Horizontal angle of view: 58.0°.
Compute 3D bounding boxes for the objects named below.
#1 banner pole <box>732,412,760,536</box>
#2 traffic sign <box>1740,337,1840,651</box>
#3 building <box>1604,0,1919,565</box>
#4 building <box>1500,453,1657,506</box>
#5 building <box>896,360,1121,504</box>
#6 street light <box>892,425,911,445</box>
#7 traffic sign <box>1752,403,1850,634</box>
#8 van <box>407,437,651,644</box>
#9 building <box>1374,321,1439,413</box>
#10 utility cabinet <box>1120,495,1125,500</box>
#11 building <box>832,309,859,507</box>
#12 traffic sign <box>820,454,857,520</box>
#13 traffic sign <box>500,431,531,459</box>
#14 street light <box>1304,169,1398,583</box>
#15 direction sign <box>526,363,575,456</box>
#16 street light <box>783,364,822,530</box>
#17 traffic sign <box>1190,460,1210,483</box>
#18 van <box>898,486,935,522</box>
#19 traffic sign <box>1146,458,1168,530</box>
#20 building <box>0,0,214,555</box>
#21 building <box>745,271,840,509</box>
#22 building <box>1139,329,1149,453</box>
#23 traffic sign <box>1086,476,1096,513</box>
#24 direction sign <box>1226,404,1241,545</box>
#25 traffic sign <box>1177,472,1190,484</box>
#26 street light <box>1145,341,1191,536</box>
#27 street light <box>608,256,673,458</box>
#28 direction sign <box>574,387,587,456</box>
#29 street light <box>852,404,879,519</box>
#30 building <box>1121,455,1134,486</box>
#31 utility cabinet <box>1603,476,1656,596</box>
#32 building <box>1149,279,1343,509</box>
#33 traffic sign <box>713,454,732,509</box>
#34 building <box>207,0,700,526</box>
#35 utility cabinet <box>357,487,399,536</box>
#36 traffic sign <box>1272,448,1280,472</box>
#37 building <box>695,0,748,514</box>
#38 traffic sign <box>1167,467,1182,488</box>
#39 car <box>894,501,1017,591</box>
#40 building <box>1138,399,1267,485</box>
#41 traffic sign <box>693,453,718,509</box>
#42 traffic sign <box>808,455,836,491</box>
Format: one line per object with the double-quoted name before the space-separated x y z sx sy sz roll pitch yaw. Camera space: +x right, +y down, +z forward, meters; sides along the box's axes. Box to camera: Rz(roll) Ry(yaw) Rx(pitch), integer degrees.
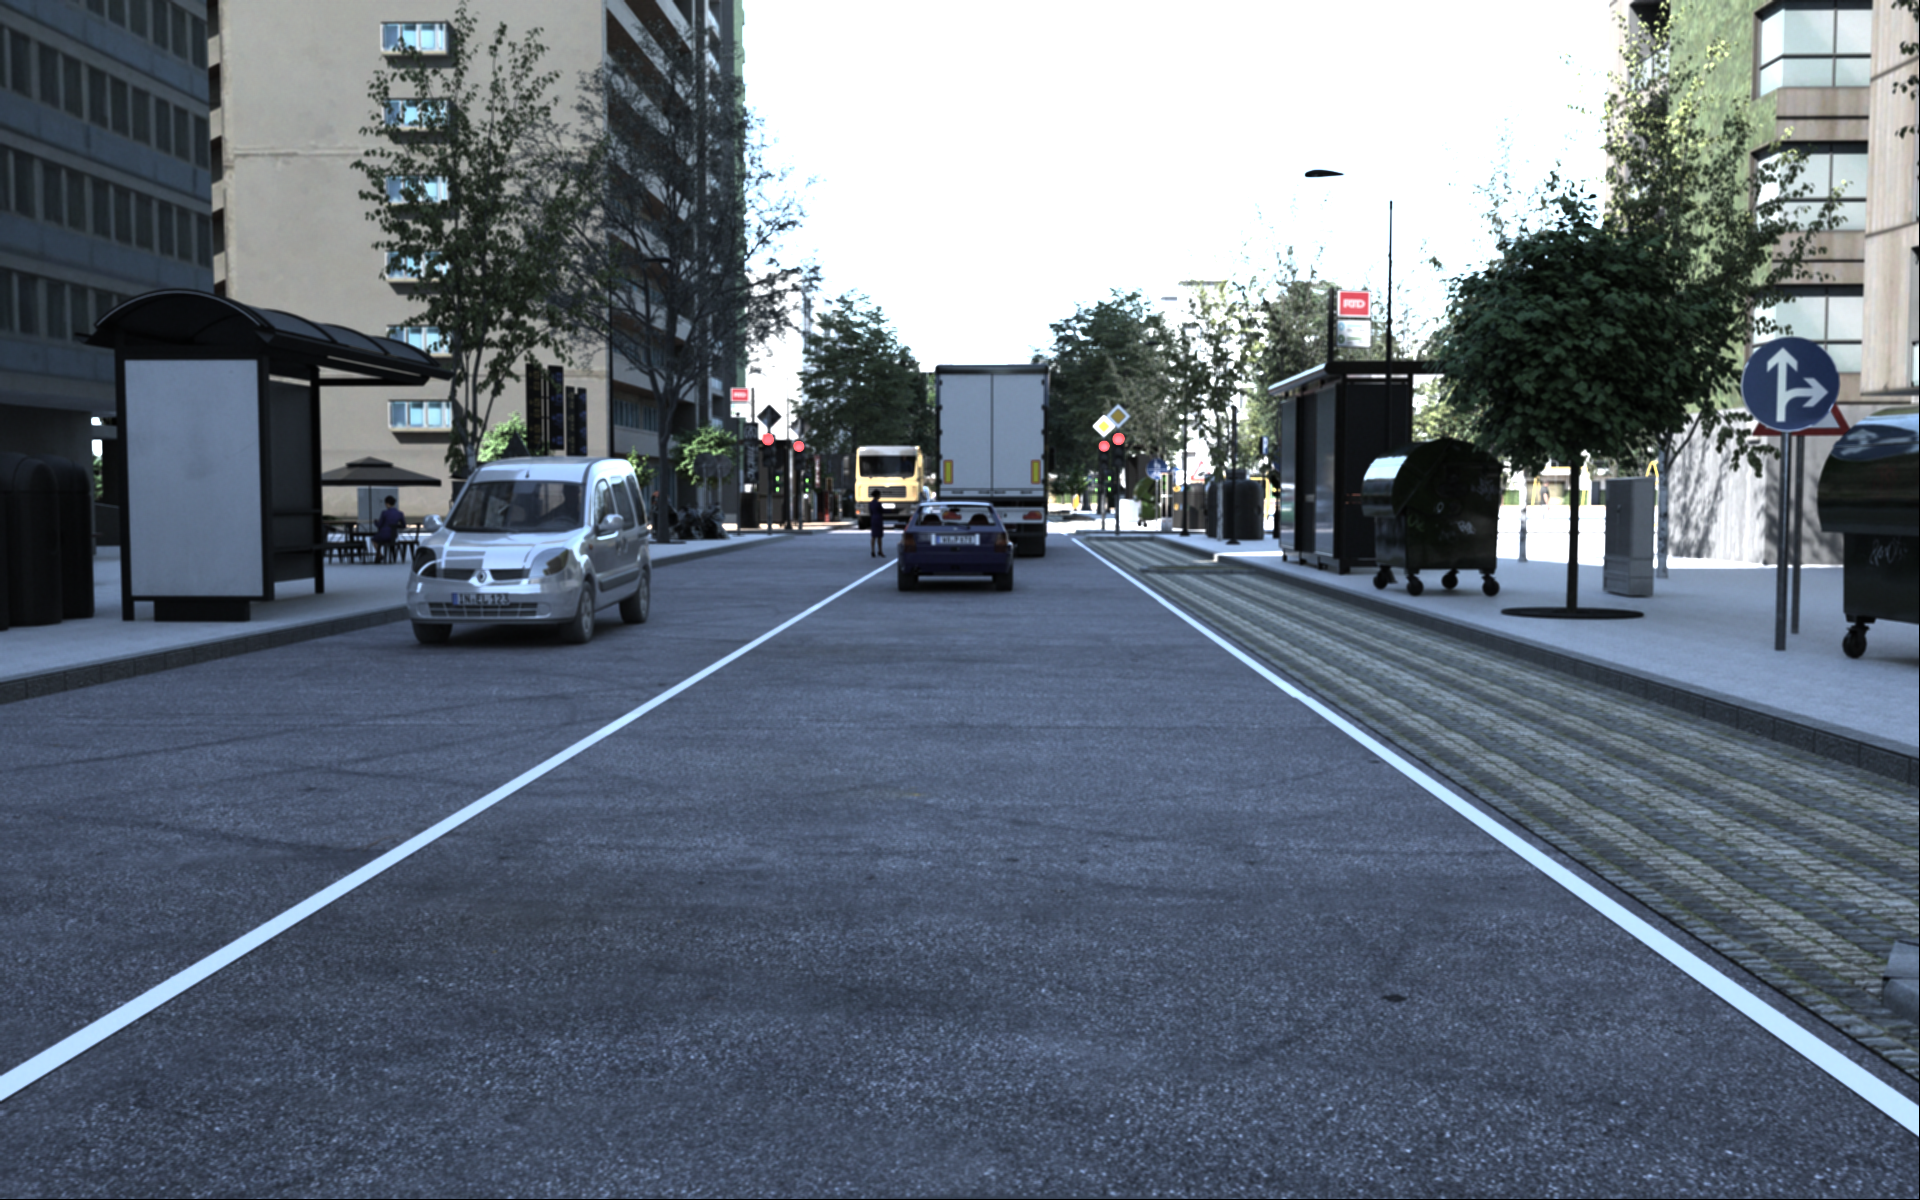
"banner pole" -6.559 -3.856 53.067 0.863 3.779 0.401 0 4 -6
"traffic sign" 6.738 -0.859 14.150 0.768 2.556 0.104 0 4 7
"building" 21.683 -21.590 36.584 14.154 41.232 14.086 0 4 2
"building" 68.280 -20.123 195.472 31.486 18.905 16.747 0 4 2
"building" 6.436 -22.680 237.271 31.486 18.905 16.747 0 4 2
"street light" -4.019 -8.808 116.560 1.470 5.913 1.316 0 4 2
"traffic sign" 7.681 -0.970 15.861 0.884 2.594 0.081 0 4 3
"van" -4.352 -0.667 17.909 2.013 2.044 4.112 0 4 1
"building" 46.854 -20.769 195.986 11.380 20.091 16.016 0 4 2
"utility cabinet" 10.394 -6.074 110.464 1.020 1.237 0.306 -2 4 -25
"building" -18.682 -19.490 175.073 16.016 20.091 11.380 0 4 2
"traffic sign" -6.229 -5.693 86.961 2.265 3.308 0.079 0 4 8
"traffic sign" -9.197 -2.196 35.903 0.884 2.594 0.081 0 4 5
"street light" 5.612 -3.202 24.887 1.470 5.913 1.316 0 4 2
"direction sign" -7.268 -2.350 30.416 0.379 3.537 0.876 2 4 31
"street light" -5.608 -5.468 61.950 1.470 5.913 1.316 0 4 2
"traffic sign" 9.276 -4.064 66.442 0.884 2.594 0.081 0 4 8
"van" -2.296 -5.018 89.054 2.013 2.044 4.112 0 4 1
"traffic sign" 7.012 -3.764 61.641 0.768 2.556 0.104 0 4 8
"building" -27.220 -20.618 28.992 23.993 40.220 32.217 0 4 2
"building" -20.524 -17.564 153.627 16.747 18.905 31.486 0 4 2
"building" 25.793 -19.174 169.918 16.016 20.091 11.380 0 4 2
"traffic sign" 8.877 -7.180 117.501 0.768 2.556 0.104 0 4 8
"direction sign" 6.972 -3.187 44.109 0.379 3.537 0.876 1 4 17
"traffic sign" 9.992 -4.611 77.523 0.606 2.300 0.079 0 4 8
"street light" 6.328 -4.906 52.753 1.470 5.913 1.316 0 4 2
"street light" -6.311 -3.760 34.024 1.470 5.913 1.316 0 4 2
"direction sign" -8.134 -2.740 36.795 0.379 3.537 0.876 1 4 15
"street light" -4.845 -7.125 89.030 1.470 5.913 1.316 0 4 2
"building" 23.041 -15.160 190.009 9.099 9.664 28.070 0 4 2
"utility cabinet" 8.493 -0.816 22.028 0.318 1.500 1.173 0 4 5
"building" 25.964 -18.444 157.983 16.016 20.091 11.380 0 4 2
"traffic sign" -7.649 -3.369 55.181 0.768 2.556 0.104 0 4 5
"building" -24.668 -27.890 79.703 21.300 48.544 21.600 0 4 2
"utility cabinet" -17.671 -2.687 52.615 1.173 1.500 0.318 -1 4 -19
"traffic sign" 8.359 -2.707 44.363 0.768 2.556 0.104 0 4 2
"building" -21.635 -26.121 110.676 14.154 41.232 14.086 0 4 2
"traffic sign" 10.137 -4.996 81.782 0.768 2.556 0.104 0 4 5
"car" -0.072 -0.882 26.994 1.945 1.354 3.894 0 4 0
"building" 38.677 -22.635 236.539 31.486 18.905 16.747 0 4 2
"traffic sign" -7.898 -3.278 53.696 0.768 2.556 0.104 0 4 3
"traffic sign" -6.771 -5.871 89.857 2.265 3.308 0.079 0 4 7
